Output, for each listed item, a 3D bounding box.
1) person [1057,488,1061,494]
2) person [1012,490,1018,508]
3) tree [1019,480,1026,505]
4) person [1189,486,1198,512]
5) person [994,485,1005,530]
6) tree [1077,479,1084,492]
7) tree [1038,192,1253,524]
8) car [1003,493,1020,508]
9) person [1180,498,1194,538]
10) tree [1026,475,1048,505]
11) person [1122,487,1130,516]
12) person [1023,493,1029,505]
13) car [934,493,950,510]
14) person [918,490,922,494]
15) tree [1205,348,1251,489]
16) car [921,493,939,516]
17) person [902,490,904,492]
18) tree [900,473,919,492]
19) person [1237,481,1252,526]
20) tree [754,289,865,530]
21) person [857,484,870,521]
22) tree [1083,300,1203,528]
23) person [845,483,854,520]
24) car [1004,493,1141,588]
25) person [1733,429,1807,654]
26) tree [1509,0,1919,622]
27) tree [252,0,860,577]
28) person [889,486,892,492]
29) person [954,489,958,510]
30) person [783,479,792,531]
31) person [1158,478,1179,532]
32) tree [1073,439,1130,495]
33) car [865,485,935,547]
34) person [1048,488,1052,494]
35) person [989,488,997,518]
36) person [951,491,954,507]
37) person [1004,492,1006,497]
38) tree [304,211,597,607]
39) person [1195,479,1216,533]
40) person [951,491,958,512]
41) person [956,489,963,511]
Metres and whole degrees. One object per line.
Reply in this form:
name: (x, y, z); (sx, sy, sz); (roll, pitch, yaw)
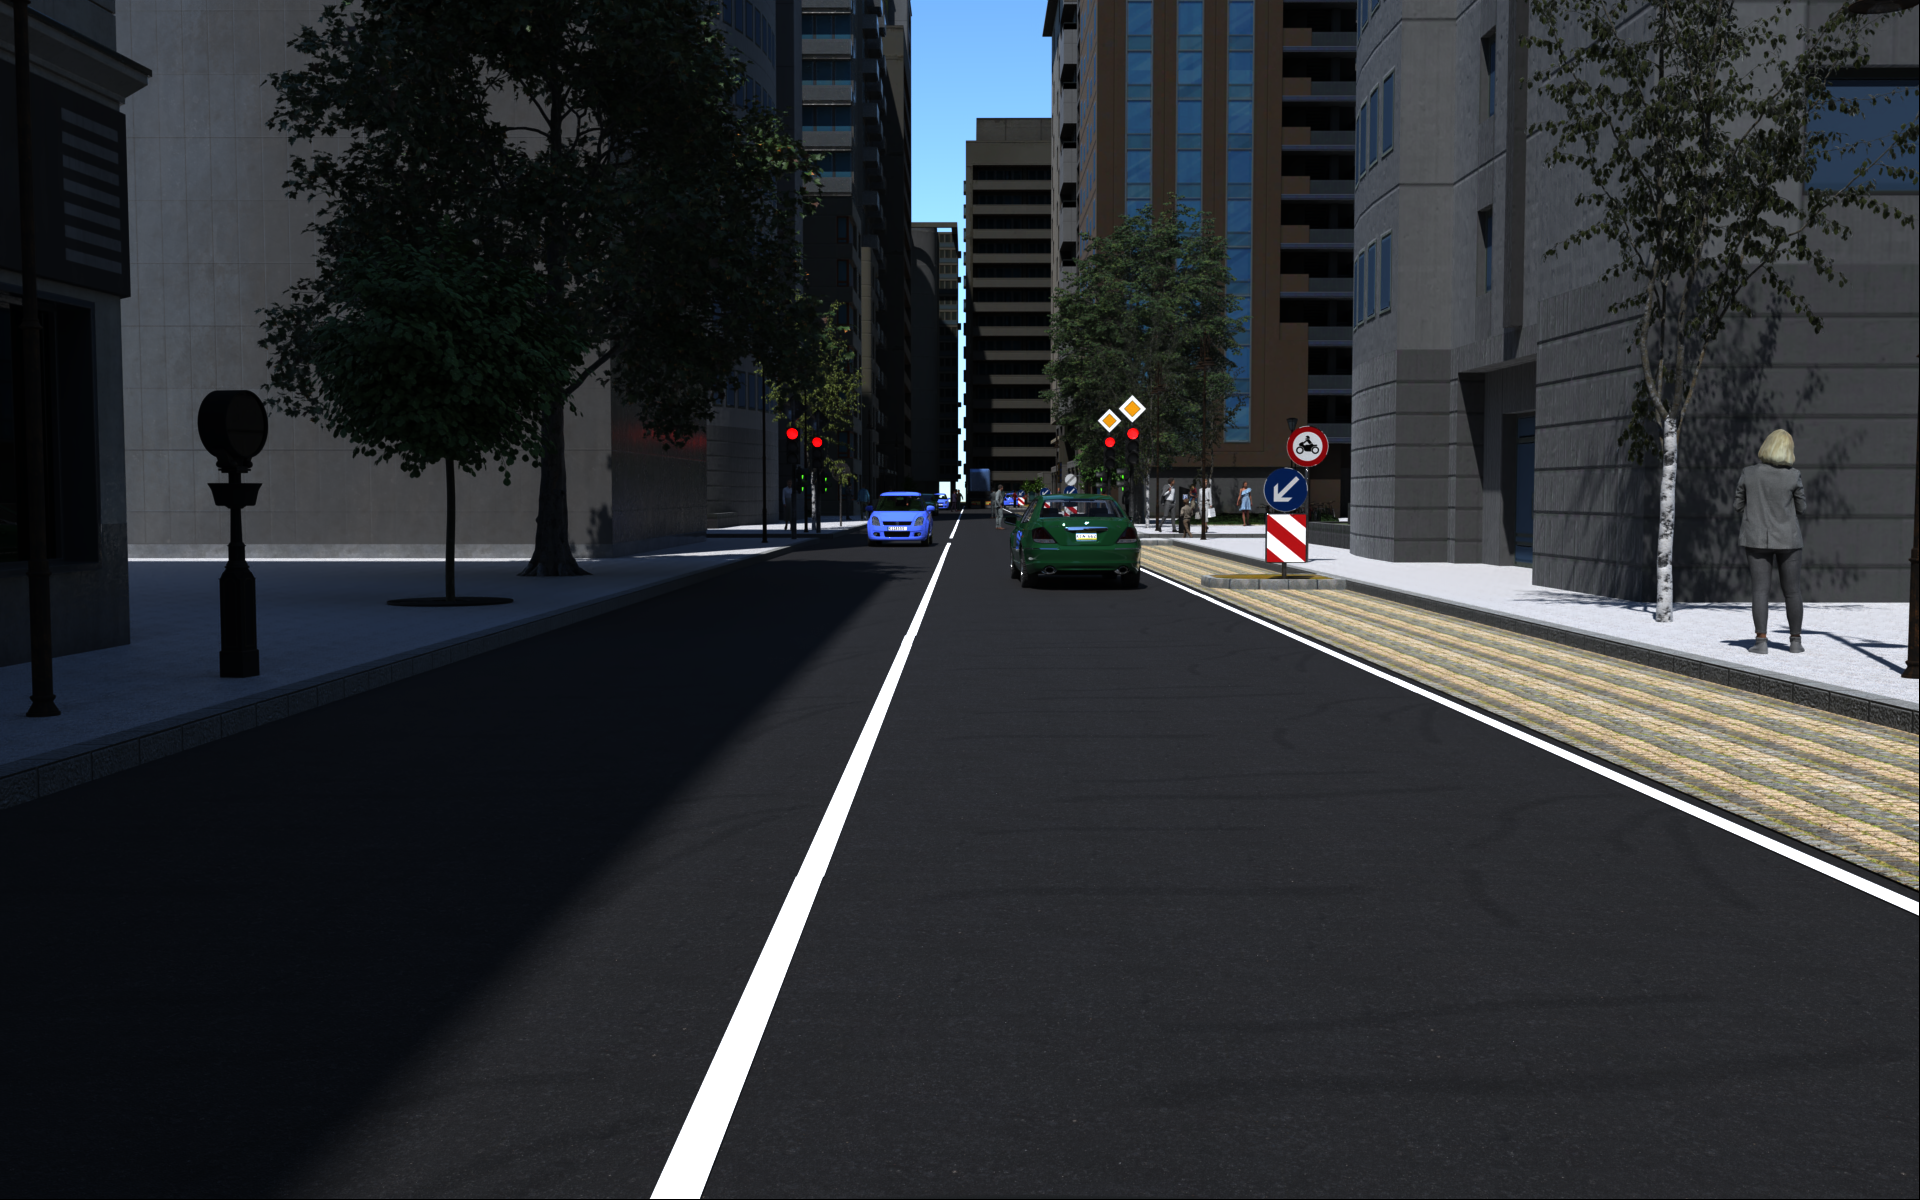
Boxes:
person: (7.730, -7.816, 134.383); (0.434, 1.755, 0.990); (2, 4, 32)
person: (5.223, -9.496, 163.699); (0.705, 1.831, 1.348); (-2, 4, -25)
tree: (7.926, -13.084, 208.529); (1.663, 3.219, 1.824); (0, 3, 0)
person: (11.972, -5.073, 88.957); (0.573, 1.828, 0.580); (-1, 4, -20)
person: (1.594, -3.766, 70.171); (0.391, 1.810, 0.635); (0, 4, -7)
tree: (8.407, -7.100, 110.684); (1.663, 3.219, 1.824); (0, 3, 0)
tree: (7.639, -10.270, 74.576); (9.857, 13.997, 8.962); (0, 3, 0)
car: (5.374, -10.419, 179.941); (1.945, 1.707, 3.694); (0, 4, 1)
person: (6.776, -2.394, 51.913); (0.640, 1.303, 0.475); (3, 5, 43)
tree: (7.640, -10.690, 169.385); (1.663, 3.219, 1.824); (0, 3, 0)
person: (8.026, -4.625, 82.057); (0.661, 1.777, 0.834); (1, 4, 16)
person: (7.566, -11.611, 199.140); (1.065, 1.426, 0.557); (1, 4, 13)
car: (-1.826, -8.766, 152.918); (1.945, 1.707, 3.694); (0, 4, -1)
person: (-4.236, -11.161, 189.244); (0.721, 1.743, 1.217); (0, 4, 1)
tree: (12.133, -8.266, 85.517); (4.360, 8.622, 3.978); (0, 3, 0)
car: (-2.369, -6.444, 114.151); (1.959, 1.807, 4.718); (0, 4, 2)
person: (-5.194, -9.256, 158.318); (0.436, 1.711, 0.756); (-1, 4, -23)
tree: (-4.517, -9.891, 156.317); (1.663, 3.219, 1.824); (0, 3, 0)
person: (11.417, -3.875, 69.489); (0.616, 1.811, 0.778); (1, 4, 15)
tree: (-5.239, -6.809, 61.693); (4.737, 8.622, 4.395); (0, 3, 0)
person: (-4.629, -4.694, 83.130); (0.601, 1.785, 0.444); (0, 4, 1)
tree: (6.843, -7.023, 65.186); (4.360, 8.622, 3.978); (0, 3, 0)
person: (-5.479, -4.909, 86.116); (0.447, 1.846, 0.655); (0, 4, 1)
car: (1.804, -0.987, 27.932); (2.131, 1.459, 4.920); (0, 4, -2)
person: (6.570, -0.479, 14.054); (0.537, 1.800, 0.526); (2, 4, 35)
tree: (7.306, -4.087, 17.183); (4.360, 8.622, 3.978); (0, 3, 0)
tree: (-6.303, -6.725, 26.962); (9.611, 12.733, 9.660); (0, 3, 0)
person: (-3.477, -4.853, 87.819); (0.622, 1.834, 0.822); (-1, 4, -12)
person: (-0.319, -8.838, 152.634); (0.705, 1.869, 1.348); (1, 4, 14)
person: (-6.013, -3.329, 60.705); (0.478, 1.798, 0.641); (-1, 4, -17)
person: (6.990, -3.180, 58.138); (0.850, 1.850, 0.679); (3, 5, 44)
tree: (7.345, -6.344, 87.431); (4.285, 4.588, 4.351); (0, 3, 0)
car: (-1.648, -2.368, 48.309); (1.945, 1.707, 3.694); (0, 4, 1)
person: (5.792, -6.344, 112.238); (0.555, 1.821, 0.388); (0, 4, 7)
person: (1.948, -5.712, 102.077); (0.511, 1.800, 0.466); (-3, 5, -42)
person: (-0.845, -11.426, 195.318); (0.705, 1.824, 1.348); (1, 4, 11)
person: (5.650, -12.201, 208.788); (0.742, 1.727, 0.445); (-2, 4, -29)
tree: (-5.968, -2.231, 20.193); (4.285, 4.588, 4.351); (0, 3, 0)
person: (8.123, -3.103, 57.136); (0.624, 1.780, 0.694); (-3, 5, -43)
person: (-0.441, -7.949, 139.384); (0.530, 1.710, 0.541); (-2, 4, -27)
person: (-0.128, -8.510, 147.653); (0.705, 1.821, 1.348); (-3, 5, -41)
